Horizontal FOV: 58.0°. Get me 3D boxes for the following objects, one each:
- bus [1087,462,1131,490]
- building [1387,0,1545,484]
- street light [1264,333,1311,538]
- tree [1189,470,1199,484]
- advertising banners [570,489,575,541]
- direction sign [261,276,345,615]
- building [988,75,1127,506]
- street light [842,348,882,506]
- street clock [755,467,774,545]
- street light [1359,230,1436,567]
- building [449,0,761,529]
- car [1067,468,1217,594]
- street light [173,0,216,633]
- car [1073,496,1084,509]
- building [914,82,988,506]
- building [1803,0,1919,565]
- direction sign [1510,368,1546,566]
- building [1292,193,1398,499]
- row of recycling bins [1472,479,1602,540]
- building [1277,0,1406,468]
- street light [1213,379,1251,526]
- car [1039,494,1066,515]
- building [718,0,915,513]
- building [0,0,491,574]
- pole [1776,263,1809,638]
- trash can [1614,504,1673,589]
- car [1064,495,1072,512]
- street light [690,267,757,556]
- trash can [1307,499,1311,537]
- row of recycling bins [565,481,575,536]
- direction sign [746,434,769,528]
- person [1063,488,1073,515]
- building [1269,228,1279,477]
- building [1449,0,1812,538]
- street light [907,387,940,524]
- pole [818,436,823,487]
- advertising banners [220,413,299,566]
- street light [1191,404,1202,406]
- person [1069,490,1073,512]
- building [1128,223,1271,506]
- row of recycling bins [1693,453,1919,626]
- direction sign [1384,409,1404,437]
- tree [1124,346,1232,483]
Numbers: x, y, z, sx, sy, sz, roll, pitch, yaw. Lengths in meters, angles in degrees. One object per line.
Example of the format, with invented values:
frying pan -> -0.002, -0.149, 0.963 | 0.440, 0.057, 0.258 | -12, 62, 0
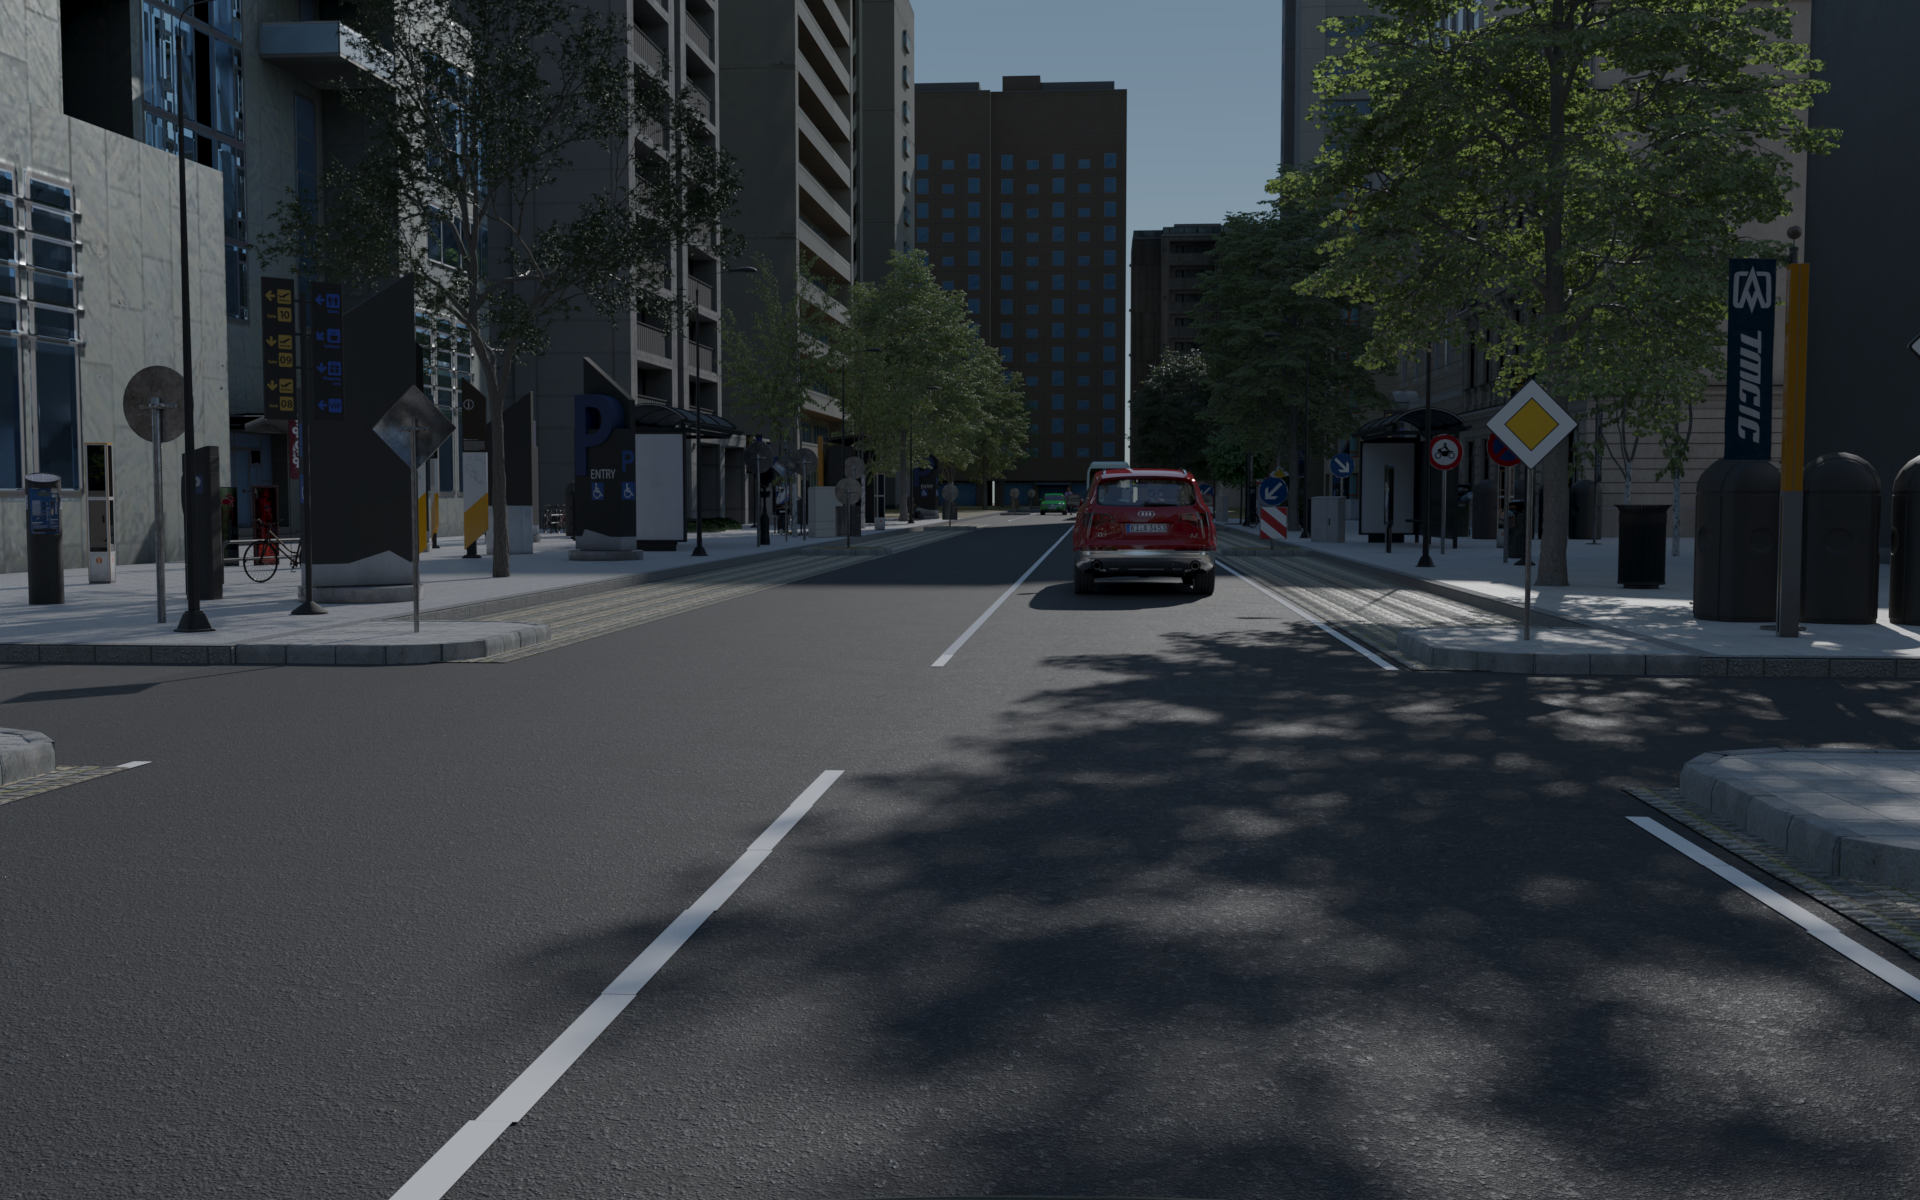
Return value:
bus -> 9.194, -6.739, 105.038 | 2.948, 3.499, 13.247 | 0, 4, 6
building -> 27.730, -17.895, 78.488 | 13.634, 28.700, 20.117 | 0, 4, 5
street light -> 9.459, -4.741, 50.061 | 1.470, 5.913, 1.316 | 0, 4, 5
tree -> 17.939, -8.595, 135.123 | 1.663, 3.219, 1.824 | 0, 3, 0
advertising banners -> -10.353, -3.191, 48.368 | 0.090, 3.025, 2.074 | 1, 4, 16
direction sign -> -6.958, -1.616, 18.419 | 0.379, 3.537, 0.876 | 3, 5, 43
building -> 10.868, -32.938, 188.643 | 14.200, 45.320, 14.600 | 0, 4, 5
street light -> -3.190, -5.063, 55.314 | 1.470, 5.913, 1.316 | 0, 4, 5
street clock -> -4.921, -2.388, 43.616 | 0.358, 2.002, 0.471 | 3, 4, 38
street light -> 7.663, -3.538, 30.384 | 1.470, 5.913, 1.316 | 0, 4, 5
building -> -19.077, -38.771, 72.150 | 20.563, 71.187, 20.611 | 0, 4, 5
car -> 2.753, -1.081, 26.352 | 2.281, 1.827, 5.304 | 0, 4, 4
street light -> -6.611, -2.655, 15.947 | 1.470, 5.913, 1.316 | 0, 4, 5
car -> 10.002, -8.657, 153.899 | 2.083, 1.381, 4.827 | 0, 4, 6
building -> -3.353, -32.963, 189.063 | 14.200, 45.320, 14.600 | 0, 4, 5
building -> 28.476, -14.274, 26.886 | 24.014, 27.812, 14.314 | 0, 4, 5
direction sign -> 10.175, -2.392, 31.100 | 0.876, 3.537, 0.379 | -2, 4, -31
building -> 37.108, -16.384, 112.924 | 27.650, 21.520, 28.899 | 0, 4, 5
row of recycling bins -> 16.356, -2.565, 49.057 | 3.534, 1.692, 1.069 | 0, 4, 4
building -> 36.707, -36.616, 140.668 | 21.231, 58.520, 28.212 | 0, 4, 5
street light -> 11.006, -5.946, 69.758 | 1.470, 5.913, 1.316 | 0, 4, 5
car -> 6.491, -6.791, 119.831 | 1.959, 1.807, 4.718 | 0, 4, 6
building -> -15.521, -32.146, 149.285 | 21.600, 48.544, 21.300 | 0, 4, 5
building -> -25.440, -44.384, 38.353 | 22.319, 86.520, 31.000 | 0, 4, 5
pole -> 7.426, -1.321, 15.449 | 0.158, 3.312, 0.155 | 0, 3, 0
trash can -> 9.263, -0.726, 23.519 | 0.748, 1.137, 0.748 | 0, 3, 0
car -> 8.347, -7.958, 142.685 | 1.945, 1.354, 3.894 | 0, 4, 6
street light -> -4.854, -3.858, 35.627 | 1.470, 5.913, 1.316 | 0, 4, 5
trash can -> 10.570, -2.432, 51.419 | 0.748, 1.137, 0.748 | 0, 3, 0
row of recycling bins -> -10.491, -2.778, 52.528 | 3.534, 1.692, 1.069 | 2, 4, 25
direction sign -> -7.836, -4.526, 65.999 | 0.876, 3.537, 0.379 | 3, 5, 40
person -> 7.306, -6.639, 116.921 | 0.709, 1.838, 0.599 | 1, 4, 9
building -> 39.455, -25.344, 186.083 | 14.107, 30.474, 14.160 | 0, 4, 5
building -> 23.765, -11.900, 59.187 | 10.561, 19.102, 19.286 | 0, 4, 5
street light -> -1.588, -6.276, 75.147 | 1.470, 5.913, 1.316 | 0, 4, 5
pole -> -4.894, -4.094, 60.783 | 0.158, 3.312, 0.155 | 0, 3, 0
advertising banners -> -12.556, -2.142, 31.202 | 0.090, 3.025, 2.074 | 3, 5, 39
street light -> 12.594, -7.151, 89.452 | 1.470, 5.913, 1.316 | 0, 4, 5
person -> 8.533, -7.749, 135.720 | 0.750, 1.759, 0.617 | -2, 4, -30
building -> 25.446, -25.452, 187.838 | 14.107, 30.474, 14.160 | 0, 4, 5
row of recycling bins -> 9.244, -0.620, 17.253 | 3.534, 1.692, 1.069 | 1, 4, 14
direction sign -> 11.664, -3.342, 46.637 | 0.876, 3.537, 0.379 | -3, 5, -40
tree -> 19.036, -14.892, 150.146 | 9.857, 13.997, 8.962 | 0, 3, 0
